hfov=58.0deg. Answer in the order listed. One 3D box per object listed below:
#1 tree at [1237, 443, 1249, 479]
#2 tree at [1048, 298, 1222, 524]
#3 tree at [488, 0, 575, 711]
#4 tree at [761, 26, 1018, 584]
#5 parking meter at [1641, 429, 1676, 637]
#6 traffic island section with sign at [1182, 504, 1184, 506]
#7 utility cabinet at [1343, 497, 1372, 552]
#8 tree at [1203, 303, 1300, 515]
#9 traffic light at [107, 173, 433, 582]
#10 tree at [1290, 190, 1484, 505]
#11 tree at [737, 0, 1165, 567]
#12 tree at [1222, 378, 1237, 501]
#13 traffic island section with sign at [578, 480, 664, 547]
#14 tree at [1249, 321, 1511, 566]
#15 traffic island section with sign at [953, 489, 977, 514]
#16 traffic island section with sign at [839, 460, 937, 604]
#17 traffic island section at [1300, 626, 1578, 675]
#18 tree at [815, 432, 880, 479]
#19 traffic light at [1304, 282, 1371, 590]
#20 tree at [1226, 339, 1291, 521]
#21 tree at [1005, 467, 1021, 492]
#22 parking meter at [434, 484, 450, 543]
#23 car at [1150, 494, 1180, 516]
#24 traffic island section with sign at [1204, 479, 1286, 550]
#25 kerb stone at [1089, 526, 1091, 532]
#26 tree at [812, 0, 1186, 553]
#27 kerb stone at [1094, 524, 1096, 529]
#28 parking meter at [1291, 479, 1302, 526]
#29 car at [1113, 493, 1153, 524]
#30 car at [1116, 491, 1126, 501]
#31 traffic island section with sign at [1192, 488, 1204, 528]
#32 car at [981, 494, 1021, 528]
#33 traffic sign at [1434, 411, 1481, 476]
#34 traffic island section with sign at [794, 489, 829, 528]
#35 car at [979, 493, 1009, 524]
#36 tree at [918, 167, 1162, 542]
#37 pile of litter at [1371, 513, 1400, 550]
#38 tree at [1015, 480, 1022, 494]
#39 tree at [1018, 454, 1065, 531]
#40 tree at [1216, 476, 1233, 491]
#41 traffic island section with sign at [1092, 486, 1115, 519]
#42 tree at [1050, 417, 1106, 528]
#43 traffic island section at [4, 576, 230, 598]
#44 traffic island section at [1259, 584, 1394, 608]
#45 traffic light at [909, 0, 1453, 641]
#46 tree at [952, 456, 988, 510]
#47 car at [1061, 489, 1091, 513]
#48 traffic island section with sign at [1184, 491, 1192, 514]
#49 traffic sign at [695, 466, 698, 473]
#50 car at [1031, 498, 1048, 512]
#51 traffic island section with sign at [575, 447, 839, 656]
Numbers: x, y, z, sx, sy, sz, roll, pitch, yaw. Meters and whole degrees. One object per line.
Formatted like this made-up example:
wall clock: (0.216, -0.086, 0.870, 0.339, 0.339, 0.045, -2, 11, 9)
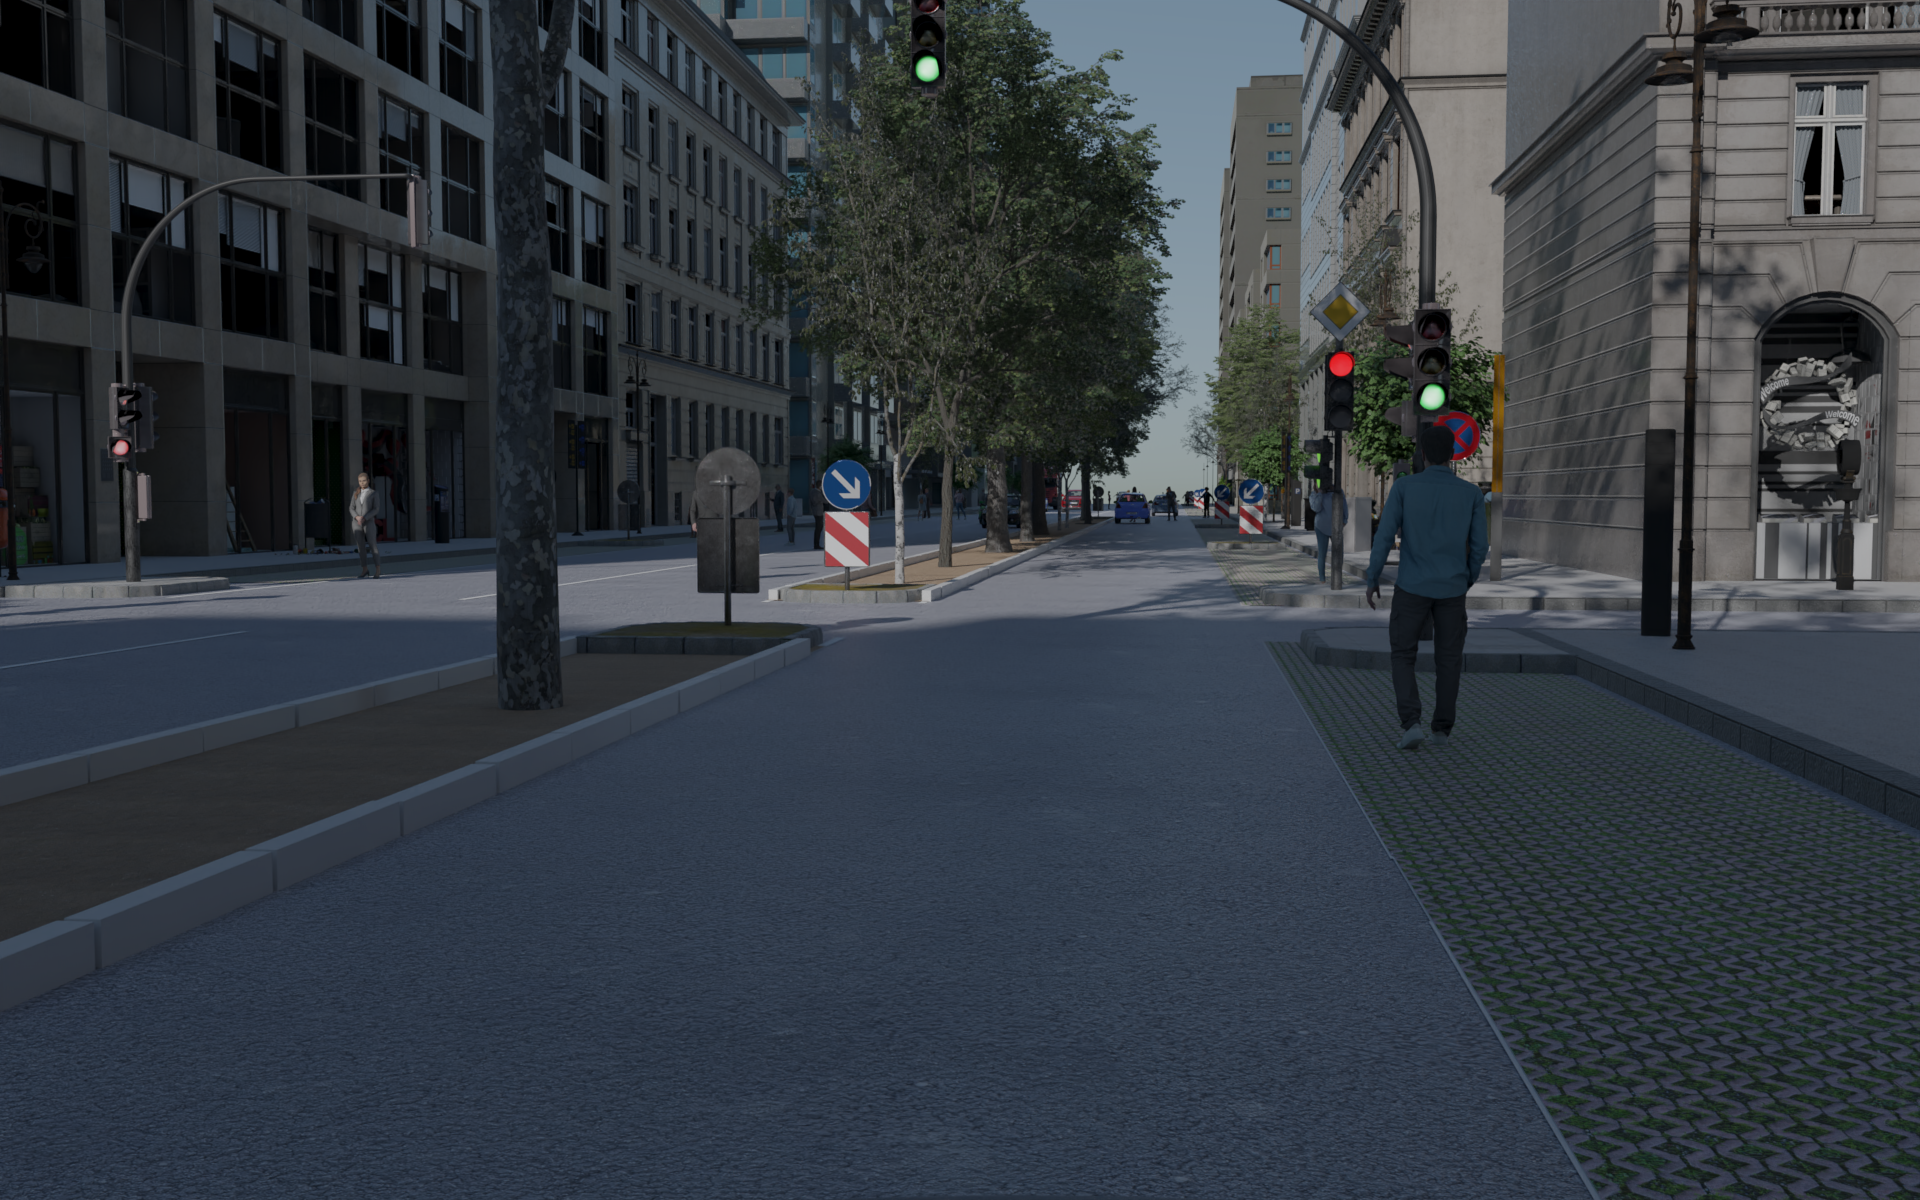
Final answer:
tree: (14.301, -5.802, 78.582, 4.285, 4.588, 4.351, 0, 3, 0)
tree: (6.043, -10.330, 81.726, 12.009, 13.543, 11.850, 0, 3, 0)
tree: (-1.776, -9.274, 9.983, 12.611, 20.169, 13.585, 0, 3, 0)
tree: (-0.970, -4.542, 27.083, 4.360, 8.622, 3.978, 0, 3, 0)
parking meter: (6.347, -0.614, 15.745, 0.255, 1.863, 0.399, 1, 4, 21)
traffic island section with sign: (20.369, -8.603, 149.281, 1.989, 1.847, 2.006, 0, 4, 7)
utility cabinet: (8.847, -1.678, 38.591, 0.306, 1.237, 1.020, 2, 4, 33)
tree: (17.984, -11.356, 103.790, 7.486, 12.596, 7.792, 0, 3, 0)
traffic light: (-9.974, -3.076, 24.954, 4.771, 5.953, 1.251, 0, 4, 7)
tree: (10.338, -5.601, 41.933, 4.360, 8.622, 3.978, 0, 3, 0)
tree: (-0.356, -5.883, 33.063, 8.767, 10.594, 7.601, 0, 4, 7)
tree: (27.981, -16.632, 182.304, 12.009, 13.543, 11.850, 0, 3, 0)
traffic island section with sign: (-9.300, -2.403, 47.923, 1.989, 1.847, 2.006, 0, 4, 7)
tree: (8.254, -2.915, 31.380, 4.285, 4.588, 4.351, 0, 3, 0)
traffic island section with sign: (0.175, -7.076, 124.317, 1.989, 1.847, 2.006, 0, 4, 7)
traffic island section with sign: (-1.424, -0.949, 23.650, 2.006, 1.907, 1.989, 0, 4, 7)
traffic island section: (4.079, 0.429, 15.266, 2.009, 0.180, 2.903, 0, 4, 7)
tree: (-5.932, -6.596, 91.563, 4.285, 4.588, 4.351, 0, 3, 0)
traffic light: (5.022, -2.089, 23.082, 0.839, 4.253, 0.868, 0, 4, 7)
tree: (14.674, -8.113, 83.014, 4.360, 8.622, 3.978, 0, 3, 0)
tree: (4.026, -11.769, 176.140, 4.285, 4.588, 4.351, 0, 3, 0)
parking meter: (-13.496, -2.244, 45.100, 0.372, 1.533, 0.369, 0, 3, 0)
car: (13.456, -6.227, 113.822, 2.014, 1.417, 4.499, 0, 4, 6)
traffic island section with sign: (7.493, -2.251, 45.438, 1.989, 1.847, 2.006, 0, 4, 7)
kerb stone: (4.675, -2.571, 64.239, 0.120, 0.150, 1.000, 0, 4, 7)
tree: (0.942, -8.118, 41.846, 9.857, 13.997, 8.962, 0, 3, 0)
kerb stone: (5.168, -2.817, 68.303, 0.120, 0.150, 1.000, 0, 4, 7)
parking meter: (13.447, -3.883, 69.201, 0.399, 1.863, 0.255, -1, 4, -12)
car: (8.462, -4.599, 84.785, 1.945, 1.707, 3.694, 0, 4, 7)
car: (22.212, -13.808, 234.439, 2.281, 1.827, 5.304, 0, 4, 6)
traffic island section with sign: (10.866, -3.919, 72.710, 1.989, 1.847, 2.006, 0, 4, 7)
car: (1.963, -3.920, 73.876, 2.009, 1.686, 4.222, 1, 4, 9)
traffic sign: (7.606, -1.626, 26.693, 0.768, 2.556, 0.104, 1, 4, 14)
traffic island section with sign: (-5.987, -4.040, 74.674, 1.989, 1.847, 2.006, 0, 4, 7)
car: (1.976, -4.590, 83.847, 1.959, 1.807, 4.718, 0, 4, 7)
tree: (2.049, -7.976, 50.995, 7.486, 12.596, 7.792, 0, 3, 0)
pile of litter: (9.725, -1.603, 40.170, 1.176, 0.858, 1.719, -2, 4, -24)
tree: (7.236, -12.474, 198.552, 1.663, 3.219, 1.824, 0, 3, 0)
tree: (3.875, -7.020, 67.601, 4.737, 8.622, 4.395, 0, 3, 0)
tree: (24.846, -10.401, 164.652, 1.663, 3.219, 1.824, 0, 3, 0)
traffic island section with sign: (7.809, -5.510, 98.222, 2.006, 1.907, 1.989, 0, 4, 7)
tree: (4.485, -7.302, 72.201, 4.360, 8.622, 3.978, 0, 3, 0)
traffic island section: (-12.099, -0.186, 25.315, 2.009, 0.180, 2.903, 0, 4, 7)
traffic island section: (5.061, -0.056, 23.191, 2.009, 0.180, 2.903, 0, 4, 7)
traffic light: (1.953, -2.483, 15.273, 4.771, 5.953, 1.251, 0, 4, 7)
tree: (0.373, -9.826, 144.372, 4.285, 4.588, 4.351, 0, 3, 0)
car: (9.110, -7.746, 135.318, 2.281, 1.827, 5.304, 1, 4, 9)
traffic island section with sign: (17.049, -6.967, 122.530, 1.989, 1.847, 2.006, 0, 4, 7)
traffic sign: (-9.327, -3.717, 62.901, 0.606, 2.300, 0.079, 1, 4, 15)
car: (6.045, -7.882, 138.464, 1.945, 1.707, 3.694, 1, 4, 9)
traffic island section with sign: (-2.345, -0.499, 16.301, 2.006, 1.907, 1.989, 0, 4, 7)
